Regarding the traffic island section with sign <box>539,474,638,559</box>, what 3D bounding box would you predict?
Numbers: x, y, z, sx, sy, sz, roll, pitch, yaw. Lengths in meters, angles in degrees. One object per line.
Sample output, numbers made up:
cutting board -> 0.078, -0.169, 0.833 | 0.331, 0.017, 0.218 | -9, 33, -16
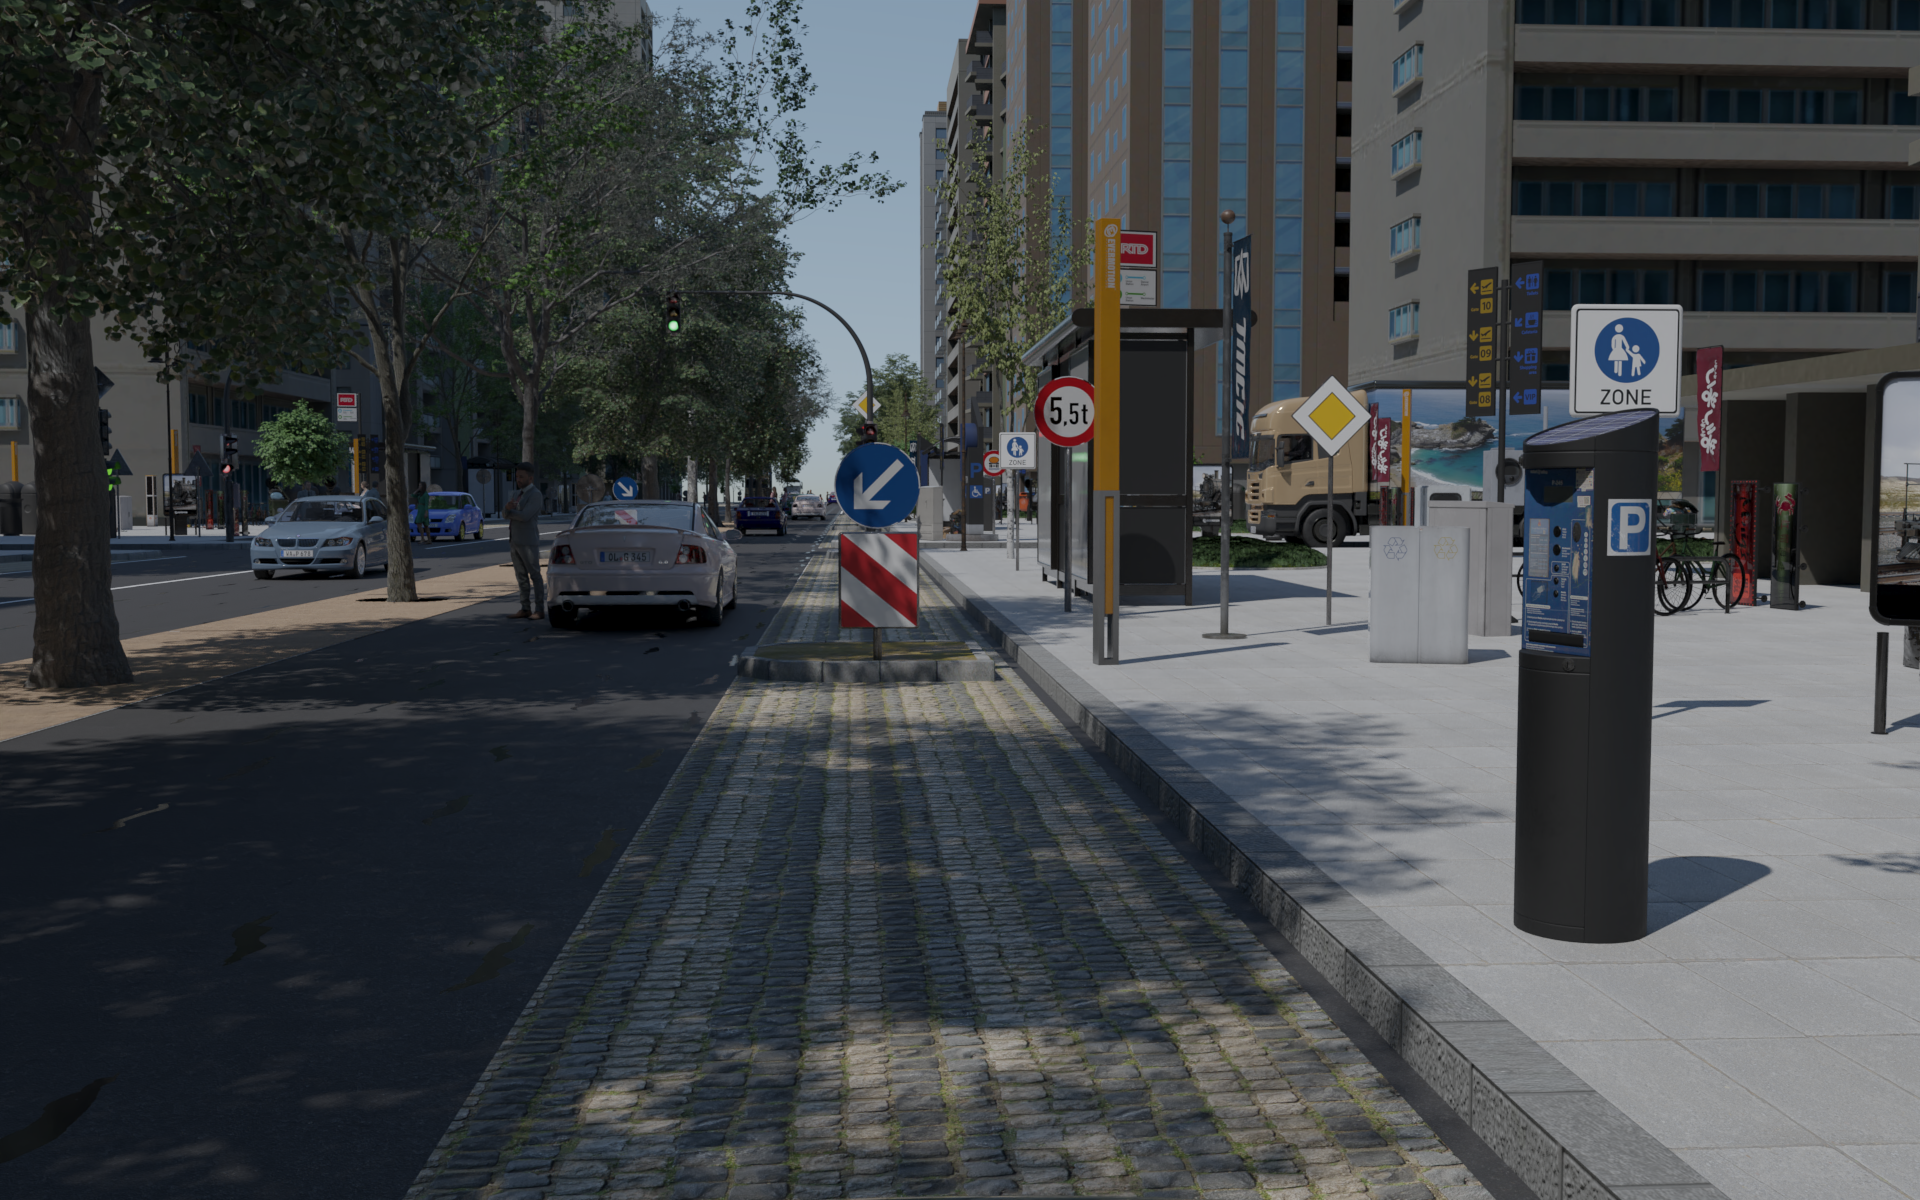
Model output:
traffic island section with sign -> -8.426, -1.891, 39.052 | 2.006, 1.907, 1.989 | 0, 4, -4

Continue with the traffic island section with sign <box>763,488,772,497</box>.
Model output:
traffic island section with sign -> -13.527, -6.930, 121.440 | 2.006, 1.907, 1.989 | 0, 4, -4

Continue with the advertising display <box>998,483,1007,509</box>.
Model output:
advertising display -> 2.663, -5.797, 99.991 | 0.123, 1.923, 0.974 | 3, 4, 38

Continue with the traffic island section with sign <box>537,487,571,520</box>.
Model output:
traffic island section with sign -> -22.523, -5.308, 95.410 | 1.989, 1.847, 2.006 | 0, 4, -4

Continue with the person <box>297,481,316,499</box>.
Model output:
person -> -18.783, -2.523, 49.847 | 0.767, 1.812, 0.694 | 3, 5, 43

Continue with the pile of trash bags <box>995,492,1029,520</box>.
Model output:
pile of trash bags -> 1.832, -4.639, 85.595 | 3.447, 1.369, 1.912 | 1, 4, 17

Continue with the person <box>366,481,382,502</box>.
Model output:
person -> -16.687, -2.498, 49.435 | 0.635, 1.810, 0.391 | 2, 4, 32

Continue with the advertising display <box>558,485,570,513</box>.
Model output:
advertising display -> -27.338, -6.988, 119.459 | 0.123, 1.923, 0.974 | 2, 4, 35

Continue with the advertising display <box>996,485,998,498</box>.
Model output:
advertising display -> 2.746, -7.019, 119.970 | 0.123, 1.923, 0.974 | -2, 4, -25

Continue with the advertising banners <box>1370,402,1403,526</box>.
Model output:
advertising banners -> 7.956, -2.217, 32.433 | 0.090, 3.025, 2.074 | 0, 4, -2

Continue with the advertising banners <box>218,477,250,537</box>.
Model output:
advertising banners -> -21.953, -3.442, 52.465 | 0.090, 3.025, 2.074 | 0, 4, -3

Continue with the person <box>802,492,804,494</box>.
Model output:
person -> -20.792, -13.423, 228.692 | 1.217, 1.736, 0.721 | 0, 4, 6

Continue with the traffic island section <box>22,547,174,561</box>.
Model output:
traffic island section -> -18.971, -0.972, 38.167 | 2.009, 0.180, 2.903 | 0, 4, -4

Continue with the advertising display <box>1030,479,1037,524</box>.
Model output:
advertising display -> 3.410, -4.165, 73.313 | 0.974, 1.923, 0.123 | -2, 4, -28

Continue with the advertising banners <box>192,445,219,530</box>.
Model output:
advertising banners -> -27.037, -4.048, 62.377 | 0.090, 3.025, 2.074 | 0, 4, 7

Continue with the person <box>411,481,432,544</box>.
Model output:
person -> -15.254, -2.479, 49.287 | 0.600, 1.795, 0.529 | 3, 5, 39

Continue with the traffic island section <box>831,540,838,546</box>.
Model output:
traffic island section -> -2.505, -1.523, 47.178 | 2.009, 0.180, 2.903 | 0, 4, -4

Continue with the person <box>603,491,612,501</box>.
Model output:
person -> -21.352, -5.794, 105.041 | 0.589, 1.601, 0.330 | 0, 4, -3

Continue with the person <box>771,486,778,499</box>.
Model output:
person -> -9.338, -4.793, 86.873 | 0.388, 1.821, 0.555 | 2, 4, 26

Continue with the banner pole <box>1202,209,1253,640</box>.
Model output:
banner pole -> 2.396, -1.535, 15.115 | 0.401, 3.779, 0.863 | -1, 4, -9

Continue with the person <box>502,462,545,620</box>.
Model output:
person -> -5.020, -0.681, 19.811 | 0.511, 1.800, 0.466 | 2, 4, 29

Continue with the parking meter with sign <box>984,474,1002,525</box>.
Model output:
parking meter with sign -> 1.020, -4.655, 72.371 | 1.738, 3.016, 0.543 | -2, 4, -29

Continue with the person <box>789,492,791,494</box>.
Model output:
person -> -22.349, -13.323, 227.042 | 1.217, 1.736, 0.721 | -3, 5, -42

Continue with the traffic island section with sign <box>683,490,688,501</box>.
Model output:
traffic island section with sign -> -27.321, -10.048, 172.910 | 1.989, 1.847, 2.006 | 0, 4, -4

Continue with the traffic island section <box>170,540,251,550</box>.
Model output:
traffic island section -> -19.464, -1.459, 46.137 | 2.009, 0.180, 2.903 | 0, 4, -4

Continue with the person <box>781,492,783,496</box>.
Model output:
person -> -28.421, -16.314, 275.951 | 1.217, 1.735, 0.721 | -3, 4, -38

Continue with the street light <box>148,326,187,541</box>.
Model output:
street light -> -21.577, -4.555, 47.255 | 0.468, 5.910, 1.993 | 0, 4, -4

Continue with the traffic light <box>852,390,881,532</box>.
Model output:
traffic light -> -2.546, -3.556, 47.061 | 0.839, 4.253, 0.868 | 0, 4, -4

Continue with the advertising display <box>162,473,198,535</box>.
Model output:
advertising display -> -24.236, -2.973, 53.830 | 0.974, 1.923, 0.123 | -2, 4, -24

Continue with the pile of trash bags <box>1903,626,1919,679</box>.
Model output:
pile of trash bags -> 7.903, -0.172, 12.559 | 1.912, 1.369, 3.447 | 2, 4, 27

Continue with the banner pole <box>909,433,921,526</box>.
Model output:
banner pole -> -1.798, -4.934, 70.692 | 0.401, 3.779, 0.863 | -3, 5, -43

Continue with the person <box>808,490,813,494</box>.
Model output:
person -> -12.572, -8.389, 145.757 | 1.348, 1.812, 0.705 | 0, 4, 6

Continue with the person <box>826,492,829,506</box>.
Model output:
person -> -15.847, -12.033, 205.957 | 0.721, 1.735, 1.217 | 0, 4, -1

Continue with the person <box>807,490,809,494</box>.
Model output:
person -> -15.127, -10.053, 172.883 | 1.348, 1.822, 0.705 | 3, 5, 39

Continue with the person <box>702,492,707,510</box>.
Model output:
person -> -22.414, -8.663, 151.616 | 0.415, 1.643, 0.593 | -3, 4, -36

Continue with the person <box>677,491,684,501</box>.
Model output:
person -> -24.539, -8.733, 151.999 | 0.721, 1.736, 1.217 | -3, 5, -40

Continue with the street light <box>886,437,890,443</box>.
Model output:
street light -> -5.067, -9.117, 121.844 | 0.468, 5.910, 1.993 | 0, 4, -4

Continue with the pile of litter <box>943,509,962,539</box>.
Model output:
pile of litter -> -0.346, -2.221, 50.279 | 1.176, 0.858, 1.719 | 1, 4, 21

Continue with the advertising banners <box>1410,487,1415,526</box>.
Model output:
advertising banners -> 10.063, -2.618, 38.989 | 0.090, 3.025, 2.074 | -2, 4, -32

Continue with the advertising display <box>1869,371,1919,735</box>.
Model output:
advertising display -> 5.267, -0.230, 8.969 | 0.974, 1.923, 0.123 | 2, 4, 34

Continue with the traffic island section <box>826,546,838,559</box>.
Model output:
traffic island section -> -2.011, -1.035, 39.208 | 2.009, 0.180, 2.903 | 0, 4, -4

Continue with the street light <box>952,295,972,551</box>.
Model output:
street light -> 0.084, -4.041, 38.859 | 0.468, 5.910, 1.993 | 0, 4, -4

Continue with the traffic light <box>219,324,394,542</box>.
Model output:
traffic light -> -17.341, -4.373, 46.168 | 4.771, 5.953, 1.251 | 0, 4, -4

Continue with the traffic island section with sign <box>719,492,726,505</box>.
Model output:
traffic island section with sign -> -30.750, -13.436, 228.301 | 1.989, 1.847, 2.006 | 0, 4, -4

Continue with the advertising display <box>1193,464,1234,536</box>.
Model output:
advertising display -> 5.377, -1.958, 37.224 | 0.974, 1.923, 0.123 | 0, 4, -2

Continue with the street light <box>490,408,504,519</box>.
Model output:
street light -> -24.183, -7.208, 90.638 | 0.468, 5.910, 1.993 | 0, 4, -4

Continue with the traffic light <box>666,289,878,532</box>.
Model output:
traffic light -> -4.134, -3.924, 38.822 | 4.771, 5.953, 1.251 | 0, 4, -4

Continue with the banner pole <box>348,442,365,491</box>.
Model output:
banner pole -> -25.558, -5.111, 73.581 | 0.863, 3.779, 0.401 | 0, 4, -3

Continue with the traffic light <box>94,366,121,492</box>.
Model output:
traffic light -> -18.930, -3.004, 38.035 | 0.839, 4.253, 0.868 | 0, 4, -4

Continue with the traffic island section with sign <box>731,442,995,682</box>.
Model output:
traffic island section with sign -> -0.783, -0.332, 14.049 | 1.989, 1.847, 2.006 | 0, 4, -4

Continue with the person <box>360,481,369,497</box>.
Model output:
person -> -18.200, -2.733, 53.200 | 0.654, 1.822, 0.581 | -2, 4, -27

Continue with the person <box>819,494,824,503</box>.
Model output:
person -> -10.802, -7.469, 133.885 | 0.557, 1.426, 1.065 | -3, 4, -39

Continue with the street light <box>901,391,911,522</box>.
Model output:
street light -> -2.441, -6.442, 78.115 | 0.468, 5.910, 1.993 | 0, 4, -4

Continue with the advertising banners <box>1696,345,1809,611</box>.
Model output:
advertising banners -> 9.023, -1.447, 19.851 | 0.090, 3.025, 2.074 | -1, 4, -10

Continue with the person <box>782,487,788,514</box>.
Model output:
person -> -9.770, -5.368, 96.282 | 0.388, 1.821, 0.555 | -1, 4, -19

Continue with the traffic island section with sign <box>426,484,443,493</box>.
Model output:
traffic island section with sign -> -20.861, -3.662, 68.506 | 1.989, 1.847, 2.006 | 0, 4, -4
